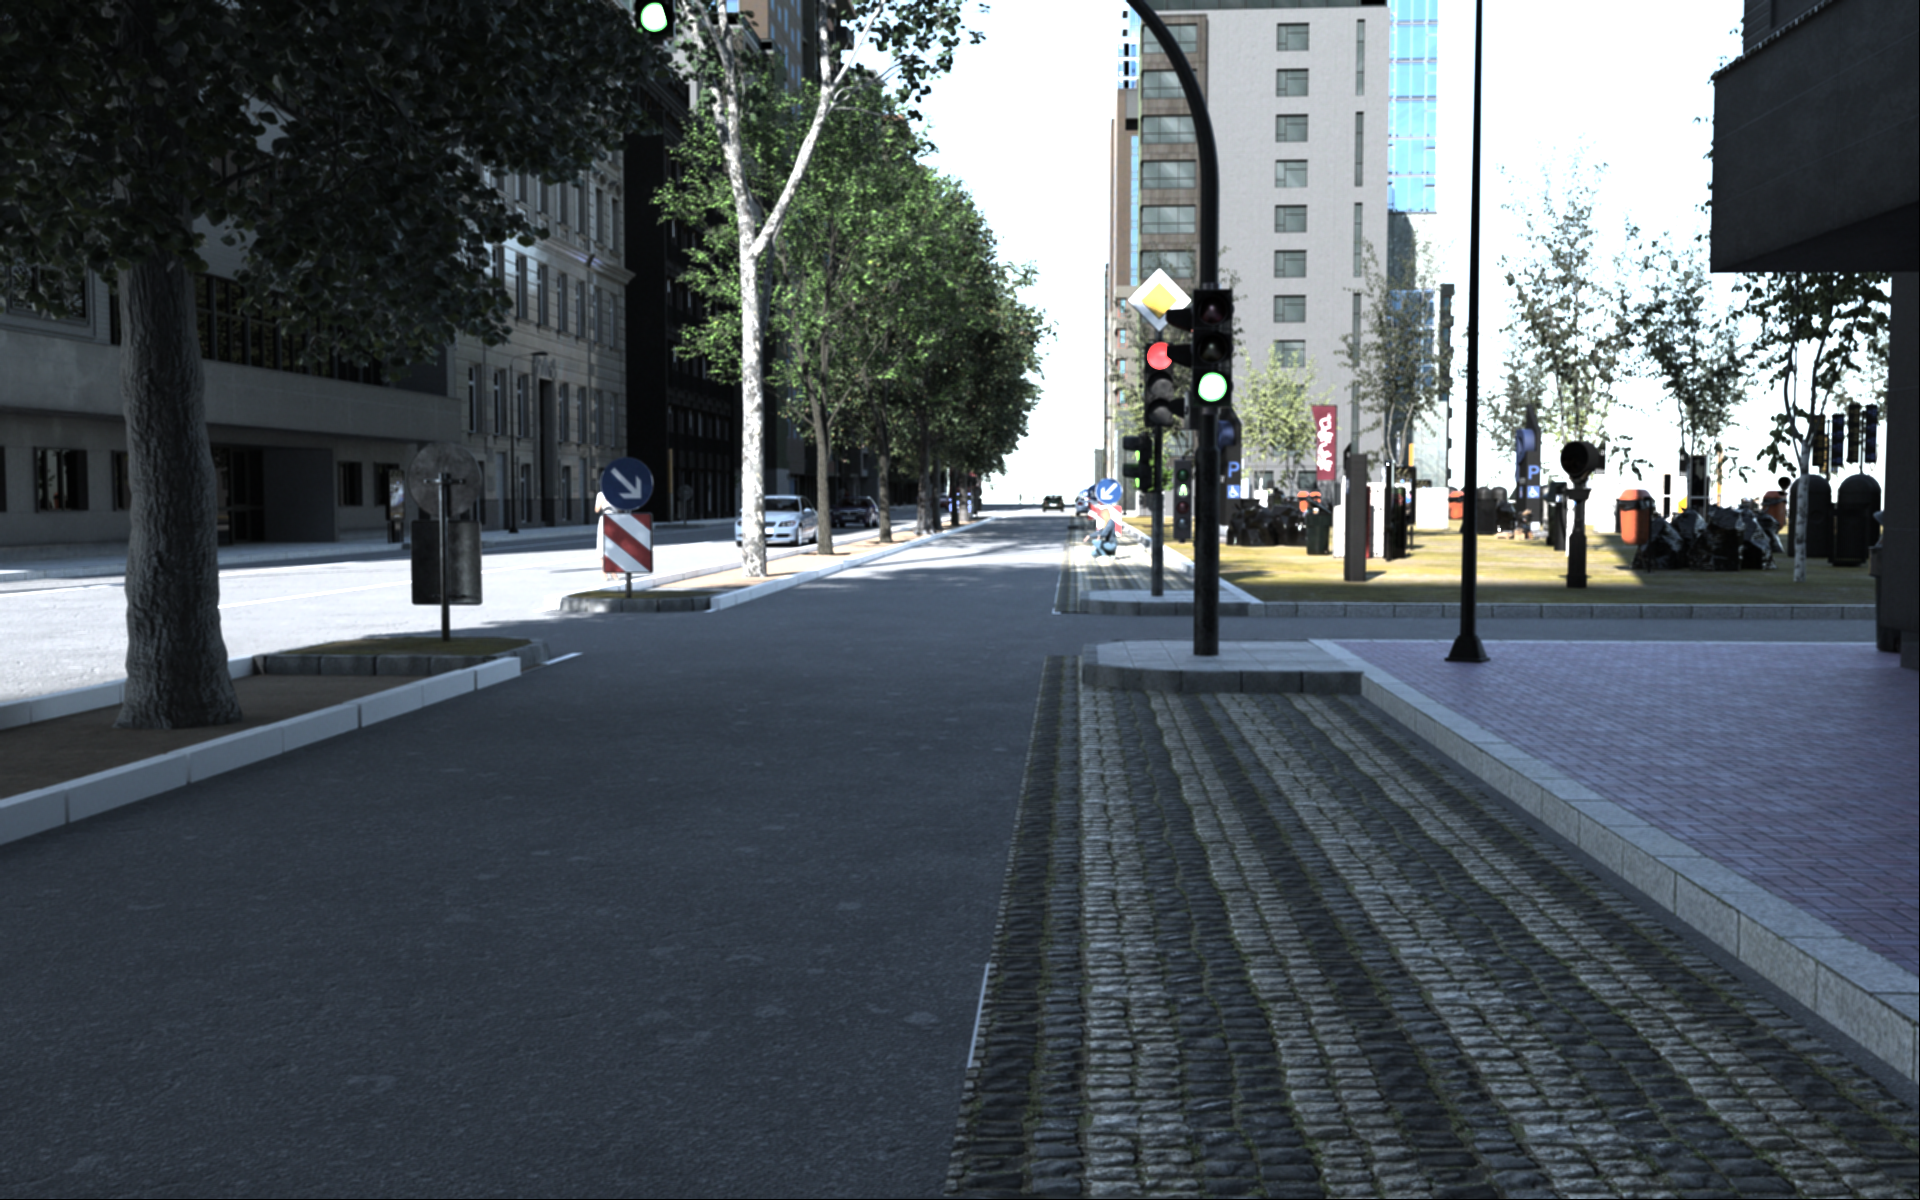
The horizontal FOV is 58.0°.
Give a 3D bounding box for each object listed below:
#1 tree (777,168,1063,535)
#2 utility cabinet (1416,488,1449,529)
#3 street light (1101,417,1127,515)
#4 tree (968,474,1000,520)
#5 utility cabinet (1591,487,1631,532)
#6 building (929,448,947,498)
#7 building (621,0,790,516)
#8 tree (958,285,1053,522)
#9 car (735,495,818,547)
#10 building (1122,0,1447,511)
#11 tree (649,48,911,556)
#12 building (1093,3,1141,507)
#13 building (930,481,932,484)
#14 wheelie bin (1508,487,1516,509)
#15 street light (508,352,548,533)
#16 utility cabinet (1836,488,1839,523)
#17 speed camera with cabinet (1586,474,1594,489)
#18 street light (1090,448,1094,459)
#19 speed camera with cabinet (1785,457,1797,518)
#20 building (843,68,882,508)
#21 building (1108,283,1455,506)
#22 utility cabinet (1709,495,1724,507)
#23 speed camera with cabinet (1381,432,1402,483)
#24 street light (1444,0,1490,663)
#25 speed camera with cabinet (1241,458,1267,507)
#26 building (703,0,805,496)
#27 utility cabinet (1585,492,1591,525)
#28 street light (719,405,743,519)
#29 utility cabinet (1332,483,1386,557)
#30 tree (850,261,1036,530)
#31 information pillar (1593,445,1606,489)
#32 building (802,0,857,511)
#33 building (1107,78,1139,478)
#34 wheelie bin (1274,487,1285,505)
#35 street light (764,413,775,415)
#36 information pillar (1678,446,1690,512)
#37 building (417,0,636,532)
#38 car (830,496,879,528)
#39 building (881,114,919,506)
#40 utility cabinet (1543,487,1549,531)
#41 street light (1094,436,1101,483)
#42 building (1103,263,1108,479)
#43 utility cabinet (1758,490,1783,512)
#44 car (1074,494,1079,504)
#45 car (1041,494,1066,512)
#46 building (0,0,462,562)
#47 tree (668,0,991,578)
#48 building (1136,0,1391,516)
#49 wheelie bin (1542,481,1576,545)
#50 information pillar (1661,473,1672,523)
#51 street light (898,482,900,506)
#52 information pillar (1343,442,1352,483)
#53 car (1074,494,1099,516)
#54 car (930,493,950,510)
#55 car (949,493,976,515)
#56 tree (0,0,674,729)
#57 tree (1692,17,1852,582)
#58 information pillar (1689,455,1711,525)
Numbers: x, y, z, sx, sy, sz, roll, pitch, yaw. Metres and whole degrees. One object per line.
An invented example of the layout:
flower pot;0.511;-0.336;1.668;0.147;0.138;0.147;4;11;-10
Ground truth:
tree;-1.243;-8.595;59.989;9.611;12.733;9.660;0;3;0
utility cabinet;17.155;-3.316;62.895;0.318;1.500;1.173;-3;4;-36
street light;9.378;-8.046;104.098;1.470;5.913;1.316;0;4;4
tree;0.647;-8.729;95.544;4.360;8.622;3.978;0;3;0
utility cabinet;21.598;-2.977;57.352;1.173;1.500;0.318;-1;4;-13
building;-9.327;-29.106;247.581;14.160;30.474;14.107;0;4;4
building;-18.544;-20.408;105.369;14.160;30.474;14.107;0;4;4
tree;0.218;-10.926;87.751;9.857;13.997;8.962;0;3;0
car;-5.040;-2.221;48.323;2.014;1.417;4.499;0;4;5
building;22.991;-49.699;125.249;22.319;86.520;31.000;0;4;4
tree;-3.250;-6.852;40.250;9.928;11.665;9.643;0;3;0
building;29.858;-56.576;237.695;22.319;86.520;31.000;0;4;4
building;-14.659;-34.937;225.843;22.147;44.769;28.867;0;4;4
wheelie bin;19.429;-3.185;59.976;0.693;1.594;0.980;-1;4;-16
street light;-14.125;-5.146;56.674;1.470;5.913;1.316;0;4;4
utility cabinet;32.654;-3.384;64.000;0.318;1.500;1.173;1;4;18
speed camera with cabinet;34.567;-6.064;93.486;0.660;3.252;2.038;-1;4;-12
street light;13.922;-12.240;172.662;1.470;5.913;1.316;0;4;4
speed camera with cabinet;44.969;-5.988;92.239;2.038;3.252;0.660;1;4;18
building;-14.947;-29.265;162.069;14.154;41.232;14.086;0;4;4
building;27.649;-19.106;157.415;27.650;21.520;28.899;0;4;4
utility cabinet;38.687;-4.760;88.983;0.306;1.237;1.020;-2;4;-27
speed camera with cabinet;13.923;-3.744;55.554;0.660;3.252;2.038;1;4;20
street light;3.373;-2.488;13.214;1.470;5.913;1.316;0;4;4
speed camera with cabinet;16.398;-6.225;96.114;2.038;3.252;0.660;1;4;23
building;-18.725;-28.683;119.086;14.600;45.320;14.200;0;4;4
utility cabinet;25.899;-3.873;72.001;1.173;1.500;0.318;2;4;34
street light;-11.895;-7.215;90.509;1.470;5.913;1.316;0;4;4
utility cabinet;8.173;-1.619;35.147;1.173;1.500;0.318;0;4;8
tree;-0.860;-9.054;68.619;7.486;12.596;7.792;0;3;0
information pillar;27.597;-5.097;74.694;0.504;3.616;0.183;0;4;7
building;-20.248;-29.737;140.828;22.147;44.769;28.867;0;4;4
building;23.660;-32.872;187.560;14.600;45.320;14.200;0;4;4
wheelie bin;14.064;-4.226;77.005;0.693;1.594;0.980;2;4;26
street light;-11.302;-7.749;99.229;1.470;5.913;1.316;0;4;4
information pillar;35.269;-5.694;84.448;0.504;3.616;0.183;0;4;4
building;-21.387;-16.424;65.793;12.463;27.353;25.104;0;4;4
car;-4.526;-3.781;74.404;1.945;1.354;3.894;0;4;4
building;-16.459;-33.155;196.708;22.147;44.769;28.867;0;4;4
utility cabinet;18.115;-2.717;53.098;0.318;1.500;1.173;1;4;11
street light;11.647;-10.148;138.458;1.470;5.913;1.316;0;4;4
building;24.956;-27.199;216.410;14.160;30.474;14.107;0;4;4
utility cabinet;40.607;-4.769;86.653;1.173;1.500;0.318;0;4;5
car;16.559;-13.840;236.514;2.015;1.641;3.980;0;4;3
car;7.514;-7.930;139.447;2.009;1.686;4.222;0;4;4
building;-22.941;-13.363;37.544;14.314;24.678;30.058;0;4;4
tree;-2.366;-10.385;28.144;12.611;20.169;13.585;0;3;0
building;17.707;-20.370;104.747;14.160;30.474;14.107;0;4;4
wheelie bin;15.028;-2.162;43.259;0.980;1.594;0.693;2;4;34
information pillar;24.567;-3.409;60.233;0.304;2.012;0.304;1;4;15
street light;-5.867;-12.823;182.196;1.470;5.913;1.316;0;4;4
information pillar;17.572;-5.331;78.519;0.183;3.616;0.504;-2;4;-26
car;8.425;-6.188;113.172;2.014;1.417;4.499;0;4;3
car;-1.817;-9.062;157.202;2.155;1.783;4.494;0;4;5
car;0.248;-6.885;122.158;1.945;1.707;3.694;0;4;6
tree;-4.839;-6.187;10.268;9.857;13.997;8.962;0;3;0
tree;12.474;-4.568;25.043;4.737;8.622;4.395;0;3;0
information pillar;13.799;-1.703;32.338;0.304;2.012;0.304;2;4;34
